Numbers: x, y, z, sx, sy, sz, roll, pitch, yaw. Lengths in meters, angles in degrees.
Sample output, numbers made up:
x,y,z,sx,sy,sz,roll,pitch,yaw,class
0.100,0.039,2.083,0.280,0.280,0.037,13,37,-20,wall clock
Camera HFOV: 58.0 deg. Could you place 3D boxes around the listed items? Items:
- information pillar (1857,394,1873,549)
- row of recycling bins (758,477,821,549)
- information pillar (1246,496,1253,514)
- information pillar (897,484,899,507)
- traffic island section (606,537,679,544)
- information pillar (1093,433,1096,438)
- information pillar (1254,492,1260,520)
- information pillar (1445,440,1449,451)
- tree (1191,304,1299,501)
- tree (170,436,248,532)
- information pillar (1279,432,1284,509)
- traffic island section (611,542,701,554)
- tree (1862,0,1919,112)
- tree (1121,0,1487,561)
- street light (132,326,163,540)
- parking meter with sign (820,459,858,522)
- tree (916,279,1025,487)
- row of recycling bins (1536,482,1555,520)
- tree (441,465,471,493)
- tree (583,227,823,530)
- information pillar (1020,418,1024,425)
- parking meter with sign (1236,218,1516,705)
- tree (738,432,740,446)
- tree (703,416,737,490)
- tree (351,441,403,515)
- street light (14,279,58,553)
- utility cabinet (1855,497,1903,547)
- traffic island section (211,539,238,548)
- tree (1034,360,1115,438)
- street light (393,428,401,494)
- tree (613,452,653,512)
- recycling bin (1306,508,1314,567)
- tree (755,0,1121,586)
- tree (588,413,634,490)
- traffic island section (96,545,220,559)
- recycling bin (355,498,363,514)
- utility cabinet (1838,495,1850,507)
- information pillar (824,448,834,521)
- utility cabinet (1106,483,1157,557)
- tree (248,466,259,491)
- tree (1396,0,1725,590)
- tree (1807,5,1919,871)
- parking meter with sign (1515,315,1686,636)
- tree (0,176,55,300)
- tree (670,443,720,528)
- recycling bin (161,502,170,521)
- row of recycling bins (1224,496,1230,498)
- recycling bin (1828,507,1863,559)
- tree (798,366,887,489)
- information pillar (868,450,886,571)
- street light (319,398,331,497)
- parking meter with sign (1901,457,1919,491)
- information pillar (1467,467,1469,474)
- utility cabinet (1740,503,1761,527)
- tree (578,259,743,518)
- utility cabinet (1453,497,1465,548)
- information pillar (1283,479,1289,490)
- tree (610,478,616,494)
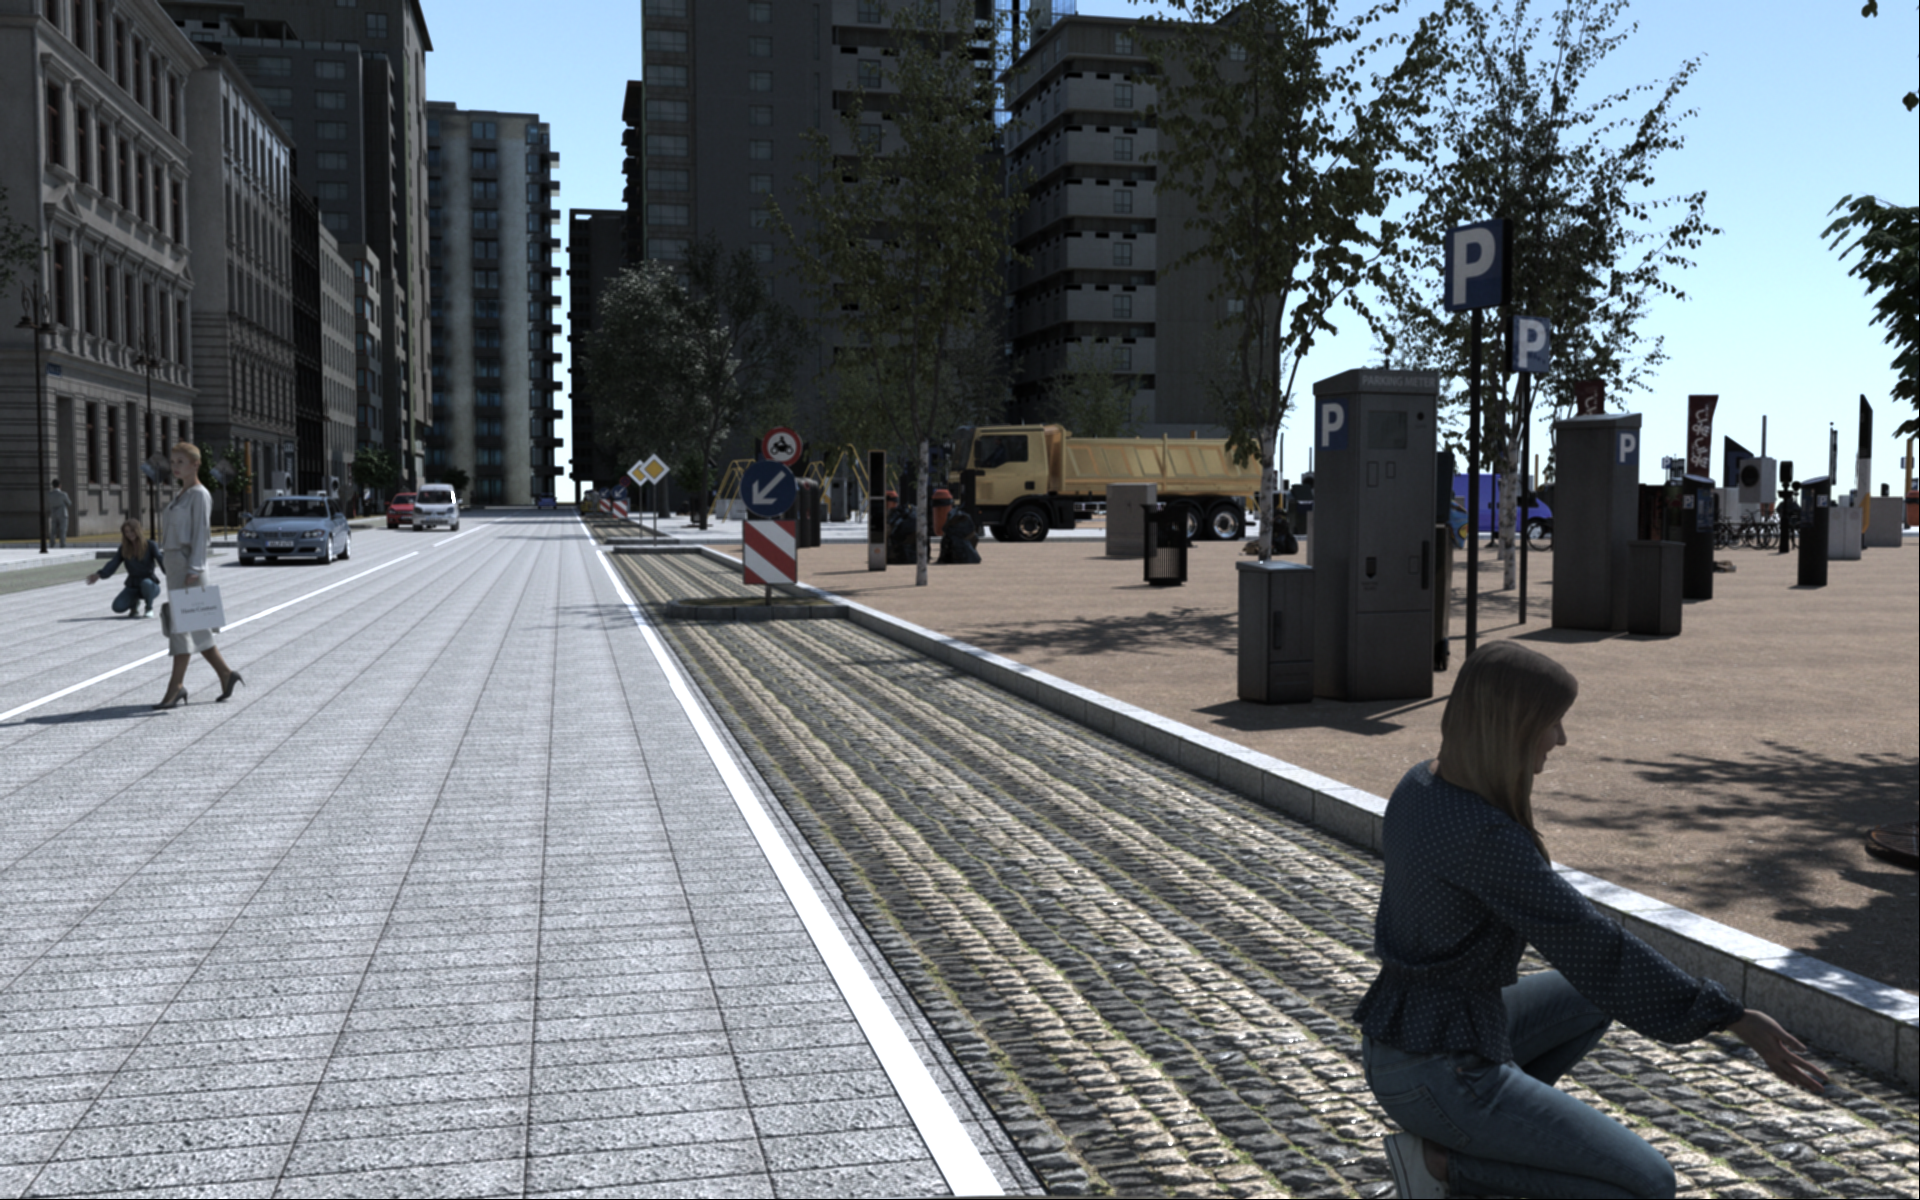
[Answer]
x,y,z,sx,sy,sz,roll,pitch,yaw,class
21.079,-2.999,40.383,0.183,3.616,0.504,0,4,2,information pillar
-4.052,-2.070,40.955,1.069,1.692,3.534,0,4,7,row of recycling bins
18.371,-7.241,109.741,0.504,3.616,0.183,2,4,27,information pillar
-3.690,-6.322,107.863,0.304,2.012,0.304,3,5,43,information pillar
-9.218,-1.706,50.169,2.009,0.180,2.903,-1,4,-13,traffic island section
5.253,-4.636,67.156,0.183,3.616,0.504,1,4,16,information pillar
14.860,-5.015,86.484,0.304,2.012,0.304,1,4,22,information pillar
21.144,-5.120,75.068,0.183,3.616,0.504,3,5,45,information pillar
11.050,-7.202,68.111,4.360,8.622,3.978,0,3,0,tree
-25.404,-3.895,58.286,1.663,3.219,1.824,0,3,0,tree
12.162,-4.536,65.523,0.183,3.616,0.504,1,4,15,information pillar
-7.439,-1.230,42.384,2.009,0.180,2.903,-1,4,-13,traffic island section
6.532,-3.644,9.936,4.737,8.622,4.395,0,3,0,tree
3.592,-4.197,18.976,4.737,8.622,4.395,0,3,0,tree
-22.389,-4.592,47.863,0.468,5.910,1.993,-1,4,-13,street light
-5.558,-5.069,79.145,1.738,3.016,0.543,0,4,8,parking meter with sign
0.220,-6.702,59.936,4.360,8.622,3.978,0,3,0,tree
19.909,-3.095,57.711,1.069,1.692,3.534,1,4,10,row of recycling bins
-57.075,-12.980,195.937,4.285,4.588,4.351,0,3,0,tree
-9.173,-7.766,61.380,8.767,10.594,7.601,0,4,-8,tree
1.925,-3.806,53.576,0.183,3.616,0.504,1,4,10,information pillar
2.586,-0.895,10.888,1.738,3.016,0.543,-2,4,-25,parking meter with sign
-11.466,-9.758,109.912,4.737,8.622,4.395,0,3,0,tree
-16.725,-10.060,114.839,4.360,8.622,3.978,0,3,0,tree
-35.902,-7.502,106.373,4.285,4.588,4.351,0,3,0,tree
-19.917,-3.956,37.470,0.468,5.910,1.993,-1,4,-13,street light
22.543,-1.918,42.529,1.020,1.237,0.306,1,4,17,utility cabinet
-20.227,-1.553,47.668,2.009,0.180,2.903,-1,4,-13,traffic island section
6.222,-8.890,95.710,4.360,8.622,3.978,0,3,0,tree
-38.455,-8.907,118.423,0.468,5.910,1.993,-1,4,-13,street light
-23.597,-8.679,125.609,4.285,4.588,4.351,0,3,0,tree
5.636,-0.809,25.787,0.722,1.027,0.722,3,5,39,recycling bin
-0.628,-4.521,24.274,4.737,8.622,4.395,0,3,0,tree
-29.008,-11.969,146.049,4.360,8.622,3.978,0,3,0,tree
-18.448,-1.077,39.883,2.009,0.180,2.903,-1,4,-13,traffic island section
-37.805,-5.905,109.105,0.722,1.027,0.722,-3,4,-36,recycling bin
52.875,-5.632,103.244,1.020,1.237,0.306,-1,4,-13,utility cabinet
-6.194,-5.557,82.208,0.504,3.616,0.183,0,4,2,information pillar
3.449,-1.610,35.007,0.318,1.500,1.173,-3,4,-38,utility cabinet
-25.427,-4.045,60.736,1.663,3.219,1.824,0,3,0,tree
7.619,-4.450,23.115,4.360,8.622,3.978,0,3,0,tree
3.876,-0.691,5.901,1.663,3.219,1.824,0,3,0,tree
6.013,-1.230,16.373,0.543,3.016,1.738,-2,4,-32,parking meter with sign
-17.429,-5.560,25.322,8.767,10.594,7.601,1,4,17,tree
-10.288,-4.544,68.899,1.663,3.219,1.824,0,3,0,tree
-24.994,-2.620,55.390,0.722,1.027,0.722,1,4,16,recycling bin
19.793,-7.383,127.824,1.069,1.692,3.534,1,4,22,row of recycling bins
17.334,-1.330,34.295,0.722,1.027,0.722,0,4,1,recycling bin
-7.045,-9.058,98.468,4.360,8.622,3.978,0,3,0,tree
-1.387,-1.496,28.958,0.304,2.012,0.304,0,4,-4,information pillar
-30.507,-6.766,83.413,0.468,5.910,1.993,-1,4,-13,street light
44.316,-5.163,80.676,0.543,3.016,1.738,1,4,15,parking meter with sign
38.039,-8.425,129.103,0.504,3.616,0.183,0,4,-5,information pillar
30.371,-3.556,66.813,0.318,1.500,1.173,-1,4,-20,utility cabinet
-16.066,-11.444,93.770,9.857,13.997,8.962,0,3,0,tree
11.469,-1.842,41.285,1.020,1.237,0.306,0,4,-3,utility cabinet
16.346,-5.036,86.838,0.304,2.012,0.304,1,4,9,information pillar
-36.152,-11.412,181.188,1.663,3.219,1.824,0,3,0,tree
